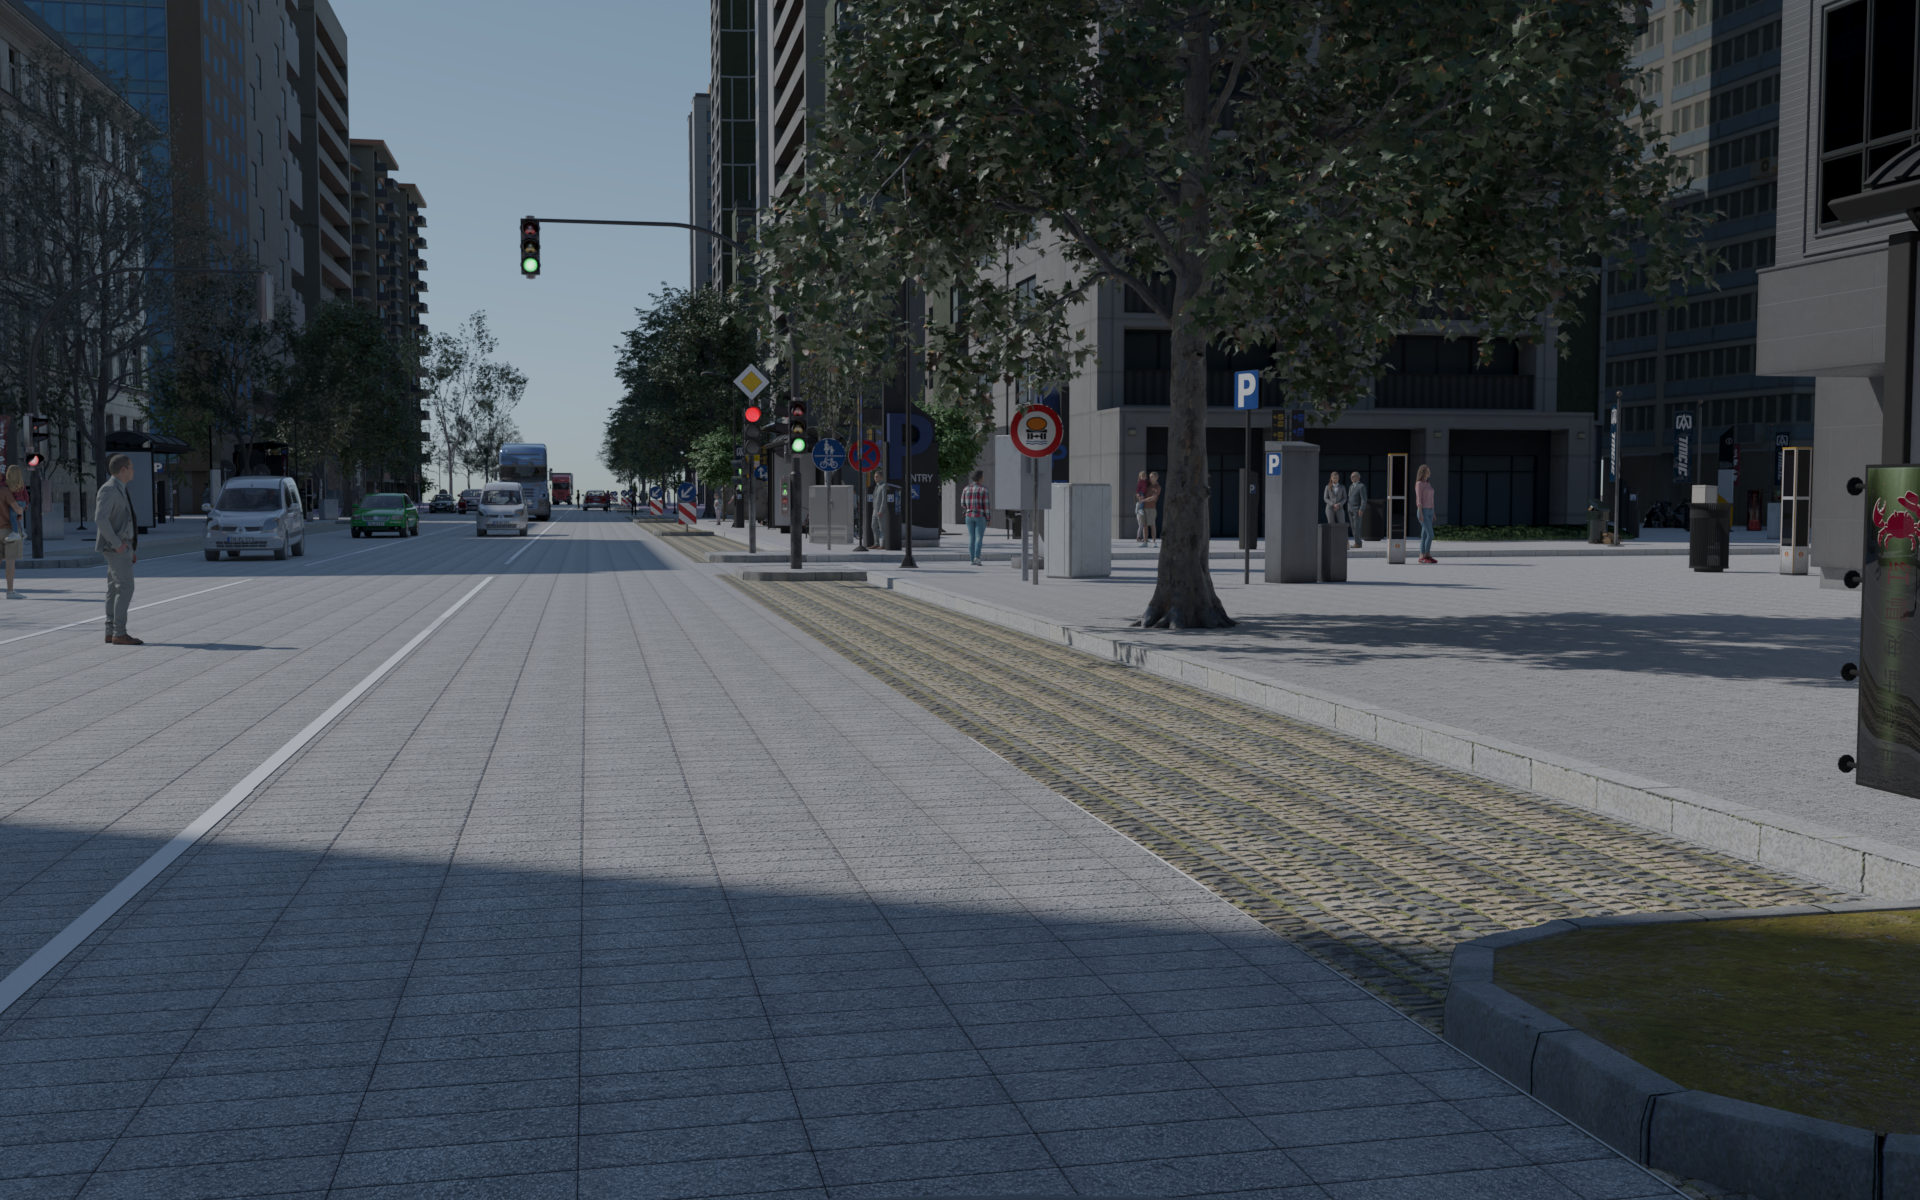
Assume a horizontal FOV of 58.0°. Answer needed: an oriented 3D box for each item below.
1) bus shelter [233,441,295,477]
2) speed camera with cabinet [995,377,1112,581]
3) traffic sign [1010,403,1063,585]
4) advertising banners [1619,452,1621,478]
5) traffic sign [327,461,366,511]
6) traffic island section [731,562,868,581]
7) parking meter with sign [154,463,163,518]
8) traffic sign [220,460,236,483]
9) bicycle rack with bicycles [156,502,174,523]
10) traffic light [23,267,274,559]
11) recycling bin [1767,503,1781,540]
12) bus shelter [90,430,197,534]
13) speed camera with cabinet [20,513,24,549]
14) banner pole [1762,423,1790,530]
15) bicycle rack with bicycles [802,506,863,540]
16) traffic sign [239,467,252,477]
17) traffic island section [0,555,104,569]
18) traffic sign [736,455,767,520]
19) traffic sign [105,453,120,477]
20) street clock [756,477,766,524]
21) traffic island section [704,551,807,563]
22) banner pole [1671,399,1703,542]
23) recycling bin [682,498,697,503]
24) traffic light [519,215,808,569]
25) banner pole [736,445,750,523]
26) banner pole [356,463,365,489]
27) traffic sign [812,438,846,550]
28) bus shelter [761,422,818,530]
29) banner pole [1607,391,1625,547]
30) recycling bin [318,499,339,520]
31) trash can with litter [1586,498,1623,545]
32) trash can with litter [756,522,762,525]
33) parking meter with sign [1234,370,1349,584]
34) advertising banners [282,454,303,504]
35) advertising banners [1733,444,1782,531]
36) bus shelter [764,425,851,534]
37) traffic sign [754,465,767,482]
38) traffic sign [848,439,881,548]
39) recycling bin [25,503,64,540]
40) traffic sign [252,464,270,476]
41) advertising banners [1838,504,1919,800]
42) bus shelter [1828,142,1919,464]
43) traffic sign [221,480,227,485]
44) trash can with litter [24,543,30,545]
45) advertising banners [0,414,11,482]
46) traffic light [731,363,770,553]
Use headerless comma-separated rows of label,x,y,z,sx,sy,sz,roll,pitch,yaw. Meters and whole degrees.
bus shelter,-31.694,-5.371,79.106,1.731,3.624,6.357,-1,4,-12
speed camera with cabinet,1.431,-1.948,26.193,2.038,3.252,0.660,-3,5,-44
traffic sign,1.070,-1.488,24.429,0.768,2.556,0.104,-1,4,-8
advertising banners,27.506,-4.631,71.908,0.090,3.025,2.074,2,4,31
traffic sign,-37.938,-6.930,107.175,2.265,3.308,0.079,-1,4,-8
traffic island section,-2.791,-0.452,29.679,2.009,0.180,2.903,-1,4,-12
parking meter with sign,-44.152,-6.060,95.340,0.543,3.016,1.738,-1,4,-23
traffic sign,-27.126,-3.905,63.949,0.768,2.556,0.104,0,4,-3
bicycle rack with bicycles,-36.225,-3.888,76.947,2.852,0.926,2.925,-3,4,-37
traffic light,-16.325,-3.681,34.858,4.771,5.953,1.251,-1,4,-12
recycling bin,23.359,-2.230,49.009,0.722,1.027,0.722,-3,4,-36
bus shelter,-26.968,-3.886,57.468,2.014,3.302,5.546,-1,4,-12
speed camera with cabinet,-22.374,-2.748,39.267,2.038,3.252,0.660,0,4,6
banner pole,28.881,-4.357,61.260,0.863,3.779,0.401,3,4,38
bicycle rack with bicycles,-3.284,-2.224,49.752,2.852,0.926,2.925,-2,4,-30
traffic sign,-30.716,-4.565,74.648,0.884,2.594,0.081,-1,4,-11
traffic island section,-18.393,-0.748,34.514,2.009,0.180,2.903,-1,4,-12
traffic sign,-9.160,-5.208,79.024,2.265,3.308,0.079,0,4,-7
traffic sign,-26.020,-3.262,53.440,0.768,2.556,0.104,0,4,-3
street clock,-8.688,-4.331,75.388,0.471,2.002,0.358,3,4,38
traffic island section,-4.467,-0.930,37.487,2.009,0.180,2.903,-1,4,-12
banner pole,19.329,-3.418,45.905,0.863,3.779,0.401,2,4,24
recycling bin,-16.665,-5.752,106.606,0.722,1.027,0.722,-2,4,-33
traffic light,-4.859,-3.322,28.979,4.771,5.953,1.251,-1,4,-12
banner pole,-9.726,-5.389,78.135,0.863,3.779,0.401,1,4,9
banner pole,-36.338,-7.035,105.046,0.863,3.779,0.401,2,4,24
traffic sign,-2.993,-2.413,39.559,0.768,2.556,0.104,0,4,-5
bus shelter,-5.840,-4.185,59.707,1.731,3.624,6.357,-1,4,-12
banner pole,16.057,-3.208,42.471,0.401,3.779,0.863,0,4,4
recycling bin,-31.323,-4.486,85.903,0.722,1.027,0.722,-3,5,-44
trash can with litter,16.480,-2.006,44.179,0.624,1.170,1.055,-2,4,-24
trash can with litter,-7.516,-3.757,72.484,2.233,1.210,1.678,-1,4,-15
parking meter with sign,4.812,-1.756,24.968,1.738,3.016,0.543,-2,4,-28
advertising banners,-29.138,-4.854,75.558,0.090,3.025,2.074,-3,5,-42
advertising banners,27.553,-3.899,59.939,2.074,3.025,0.090,2,4,26
bus shelter,-4.782,-3.662,53.789,2.014,3.302,5.546,-1,4,-12
traffic sign,-8.701,-4.662,76.337,0.768,2.556,0.104,0,4,-5
traffic sign,-2.234,-2.472,40.531,0.768,2.556,0.104,0,4,-8
recycling bin,-25.569,-2.191,48.385,0.722,1.027,0.722,2,4,32
traffic sign,-30.094,-4.555,74.576,0.768,2.556,0.104,0,4,-4
advertising banners,4.147,-0.639,6.628,0.090,3.025,2.074,-1,4,-11
bus shelter,6.271,-0.798,6.973,2.014,3.302,5.546,-1,4,-12
traffic sign,-31.208,-4.481,73.365,0.768,2.556,0.104,0,4,-5
trash can with litter,-24.651,-1.988,43.559,2.233,1.210,1.678,0,4,1
advertising banners,-21.513,-2.523,37.433,0.090,3.025,2.074,2,4,35
traffic light,-4.508,-2.963,37.364,0.839,4.253,0.868,-1,4,-12
